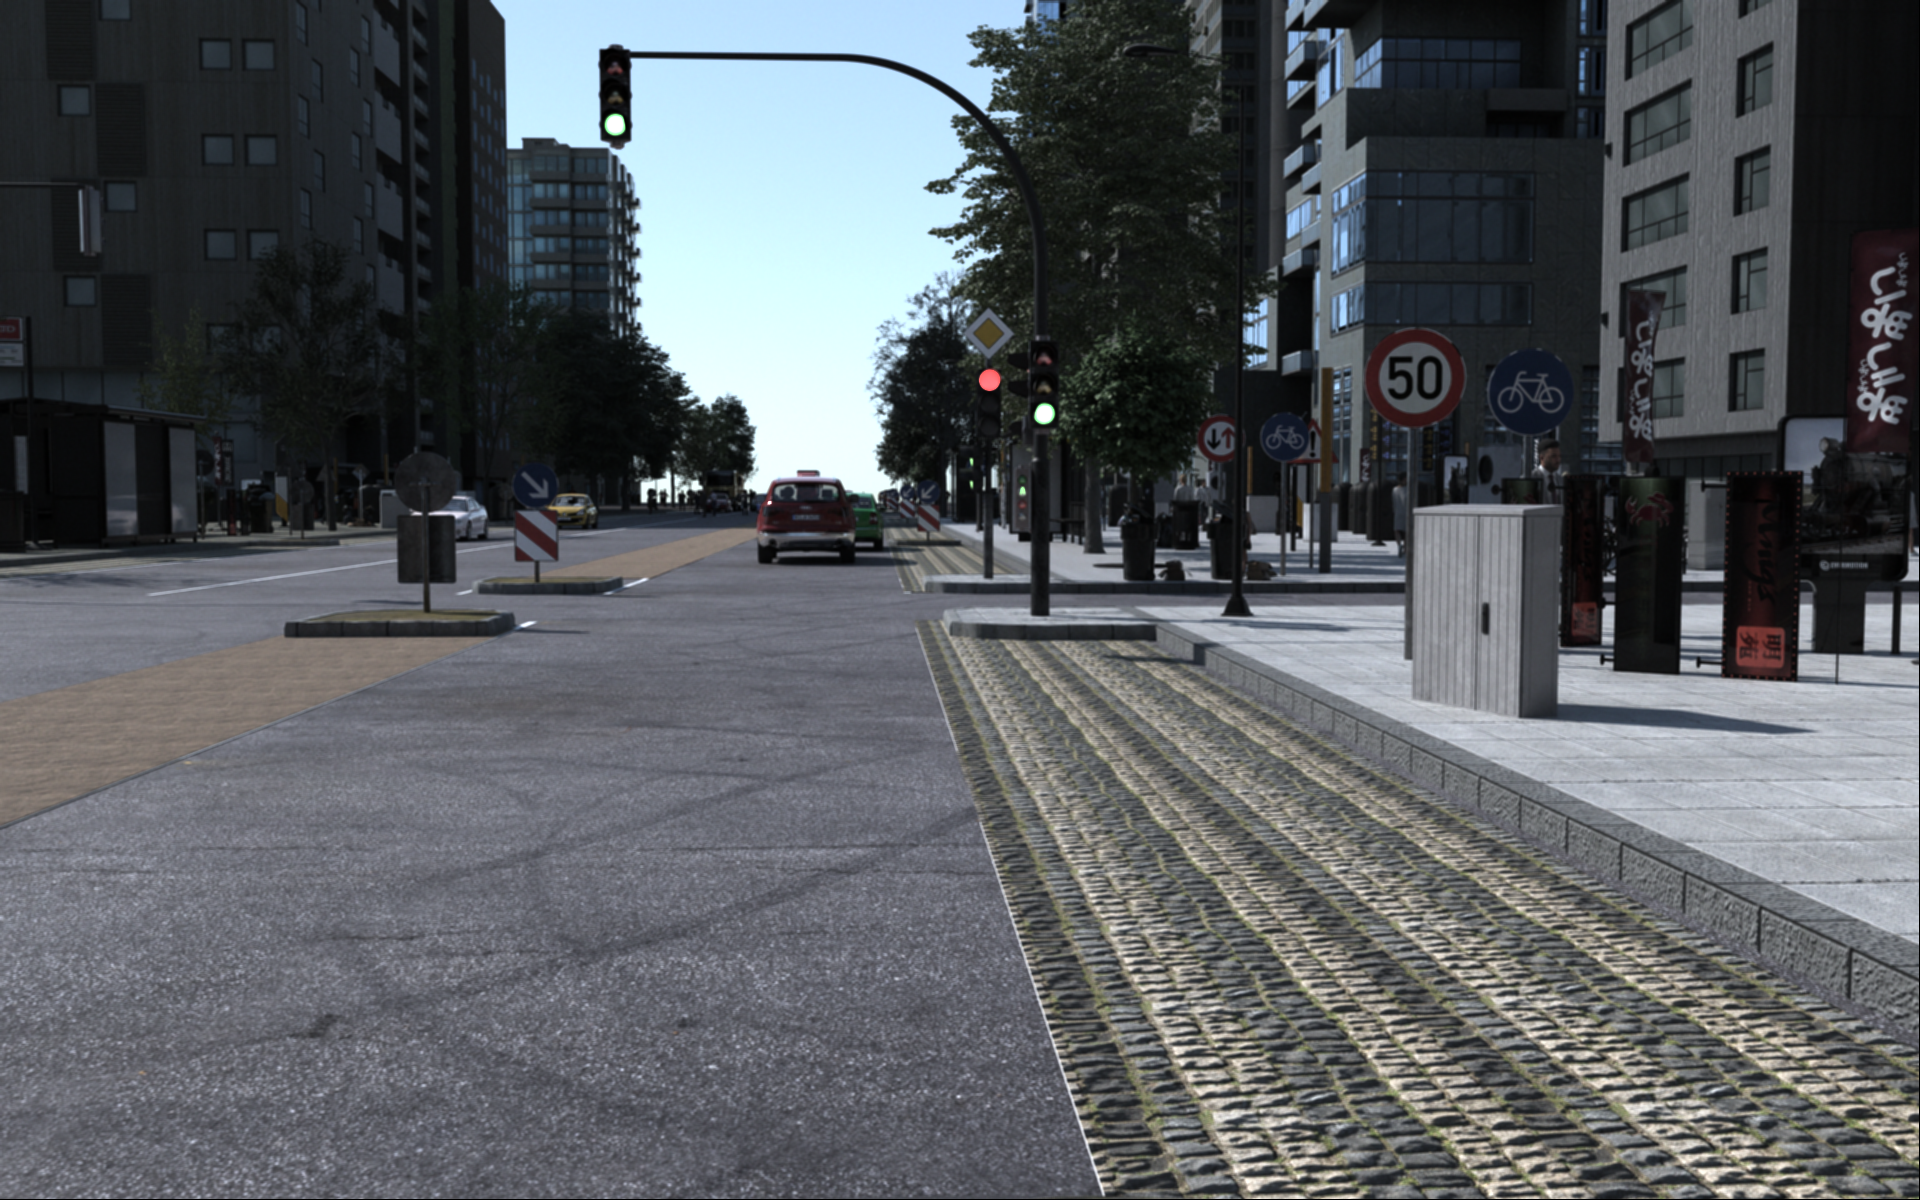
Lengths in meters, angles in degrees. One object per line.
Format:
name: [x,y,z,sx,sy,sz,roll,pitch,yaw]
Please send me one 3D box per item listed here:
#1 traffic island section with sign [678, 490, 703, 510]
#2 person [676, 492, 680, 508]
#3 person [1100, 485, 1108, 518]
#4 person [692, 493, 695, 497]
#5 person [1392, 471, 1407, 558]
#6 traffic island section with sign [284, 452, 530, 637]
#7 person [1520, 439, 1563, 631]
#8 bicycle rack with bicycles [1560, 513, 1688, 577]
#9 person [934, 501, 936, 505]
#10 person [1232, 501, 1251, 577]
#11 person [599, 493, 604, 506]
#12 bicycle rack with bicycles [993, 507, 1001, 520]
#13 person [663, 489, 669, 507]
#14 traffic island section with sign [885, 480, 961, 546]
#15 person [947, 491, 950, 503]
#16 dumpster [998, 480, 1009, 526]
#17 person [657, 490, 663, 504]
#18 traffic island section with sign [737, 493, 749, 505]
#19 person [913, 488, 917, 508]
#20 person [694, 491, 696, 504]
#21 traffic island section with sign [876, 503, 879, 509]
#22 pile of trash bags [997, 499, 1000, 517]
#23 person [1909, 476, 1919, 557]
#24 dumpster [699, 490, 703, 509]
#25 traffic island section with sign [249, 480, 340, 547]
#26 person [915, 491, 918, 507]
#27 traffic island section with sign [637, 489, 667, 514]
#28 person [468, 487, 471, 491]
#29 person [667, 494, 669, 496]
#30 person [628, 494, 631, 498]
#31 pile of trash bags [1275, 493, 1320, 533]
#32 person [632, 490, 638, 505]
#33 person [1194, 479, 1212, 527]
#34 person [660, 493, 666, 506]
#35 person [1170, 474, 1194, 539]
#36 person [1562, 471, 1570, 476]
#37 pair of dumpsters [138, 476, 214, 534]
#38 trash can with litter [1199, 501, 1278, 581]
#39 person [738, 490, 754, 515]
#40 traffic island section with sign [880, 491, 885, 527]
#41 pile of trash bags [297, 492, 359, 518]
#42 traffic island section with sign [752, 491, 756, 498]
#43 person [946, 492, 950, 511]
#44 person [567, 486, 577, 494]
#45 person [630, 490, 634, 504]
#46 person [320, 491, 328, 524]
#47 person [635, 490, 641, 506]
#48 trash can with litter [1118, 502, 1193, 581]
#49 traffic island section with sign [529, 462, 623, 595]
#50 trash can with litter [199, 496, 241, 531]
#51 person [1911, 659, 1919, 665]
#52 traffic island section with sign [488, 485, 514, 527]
traffic island section with sign: [-23.671,-8.784,152.238,1.989,1.847,2.006,0,4,-3]
person: [-26.421,-9.422,163.323,0.991,1.433,0.599,2,4,26]
person: [7.776,-5.394,94.433,0.606,1.804,0.583,1,4,11]
person: [-30.957,-11.694,200.465,0.697,1.427,0.421,2,4,30]
person: [8.845,-1.695,34.501,0.466,1.731,0.760,1,4,10]
traffic island section with sign: [-5.773,-0.616,18.207,2.006,1.907,1.989,0,4,-3]
person: [5.408,-0.597,16.071,0.678,1.792,0.850,-2,4,-25]
bicycle rack with bicycles: [10.352,-0.884,27.843,2.852,0.926,2.925,-2,4,-26]
person: [-2.395,-10.205,173.035,1.348,1.807,0.705,-1,4,-10]
person: [4.336,-0.986,26.831,0.362,1.253,0.373,3,5,39]
person: [-39.998,-11.212,192.622,1.065,1.426,0.557,2,4,32]
bicycle rack with bicycles: [2.867,-4.415,85.571,2.925,0.926,2.852,-1,4,-22]
person: [-29.713,-10.305,174.559,0.705,1.821,1.348,1,4,19]
traffic island section with sign: [-1.016,-2.429,48.349,1.989,1.847,2.006,0,4,-3]
person: [-1.761,-15.192,254.449,1.348,1.822,0.705,-1,4,-23]
dumpster: [2.160,-3.800,67.896,1.264,1.857,1.865,0,4,-3]
person: [-36.818,-12.696,213.592,1.348,1.831,0.705,0,4,1]
traffic island section with sign: [-26.502,-12.179,207.757,1.989,1.847,2.006,0,4,-3]
person: [-4.217,-9.515,161.631,0.705,1.821,1.348,0,4,5]
person: [-34.924,-13.510,227.646,0.721,1.743,1.217,1,4,19]
traffic island section with sign: [-4.916,-7.106,124.808,1.989,1.847,2.006,0,4,-3]
pile of trash bags: [2.155,-5.292,96.277,3.447,1.369,1.912,1,4,23]
person: [19.364,-1.759,35.551,0.760,1.731,0.466,1,4,11]
dumpster: [-24.323,-9.735,167.385,1.865,1.857,1.264,0,4,-2]
traffic island section with sign: [-18.329,-2.402,47.906,1.989,1.847,2.006,0,4,-3]
person: [-4.560,-10.427,177.463,0.436,1.711,0.756,-3,4,-36]
traffic island section with sign: [-22.287,-7.137,125.318,1.989,1.847,2.006,0,4,-3]
person: [-39.389,-8.134,139.120,0.705,1.814,1.350,-2,4,-25]
person: [-43.188,-15.097,253.594,1.217,1.743,0.721,0,4,4]
person: [-35.443,-10.893,184.076,0.705,1.831,1.348,1,4,22]
pile of trash bags: [11.308,-3.024,59.191,1.912,1.369,3.447,0,4,-4]
person: [-39.403,-12.504,210.566,0.705,1.814,1.350,3,5,42]
person: [9.204,-3.656,65.670,0.661,1.843,0.795,0,4,-6]
person: [-28.913,-9.762,168.834,0.799,1.438,0.628,1,4,22]
person: [5.524,-2.242,43.060,0.694,1.780,0.624,1,4,13]
person: [15.005,-2.271,43.048,0.818,1.842,0.514,1,4,16]
pair of dumpsters: [-24.354,-3.081,52.872,1.574,2.255,4.437,0,4,-3]
trash can with litter: [4.228,-0.888,25.907,1.055,1.170,0.624,2,4,31]
person: [-14.444,-6.573,116.675,1.217,1.736,0.721,1,4,20]
traffic island section with sign: [-2.431,-4.124,76.054,1.989,1.847,2.006,0,4,-3]
pile of trash bags: [-33.438,-5.006,91.597,3.447,1.369,1.912,-1,4,-18]
traffic island section with sign: [-27.883,-13.826,234.677,1.989,1.847,2.006,0,4,-3]
person: [-1.192,-7.798,133.543,1.348,1.823,0.705,-1,4,-23]
person: [-25.201,-6.525,112.666,1.348,1.831,0.705,-3,5,-41]
person: [-41.181,-12.885,217.449,1.217,1.736,0.721,2,4,27]
person: [-26.651,-4.069,72.993,0.576,1.772,0.534,3,5,40]
person: [-35.180,-11.157,189.195,0.721,1.736,1.217,1,4,15]
trash can with litter: [2.892,-0.877,25.719,1.055,1.170,0.624,0,4,-3]
traffic island section with sign: [-6.142,-1.068,25.605,2.006,1.907,1.989,0,4,-3]
trash can with litter: [-25.825,-2.998,60.074,1.678,1.210,2.233,2,4,35]
person: [7.482,-0.416,13.119,0.573,1.790,0.520,1,4,11]
traffic island section with sign: [-19.726,-4.068,75.147,1.989,1.847,2.006,0,4,-3]
